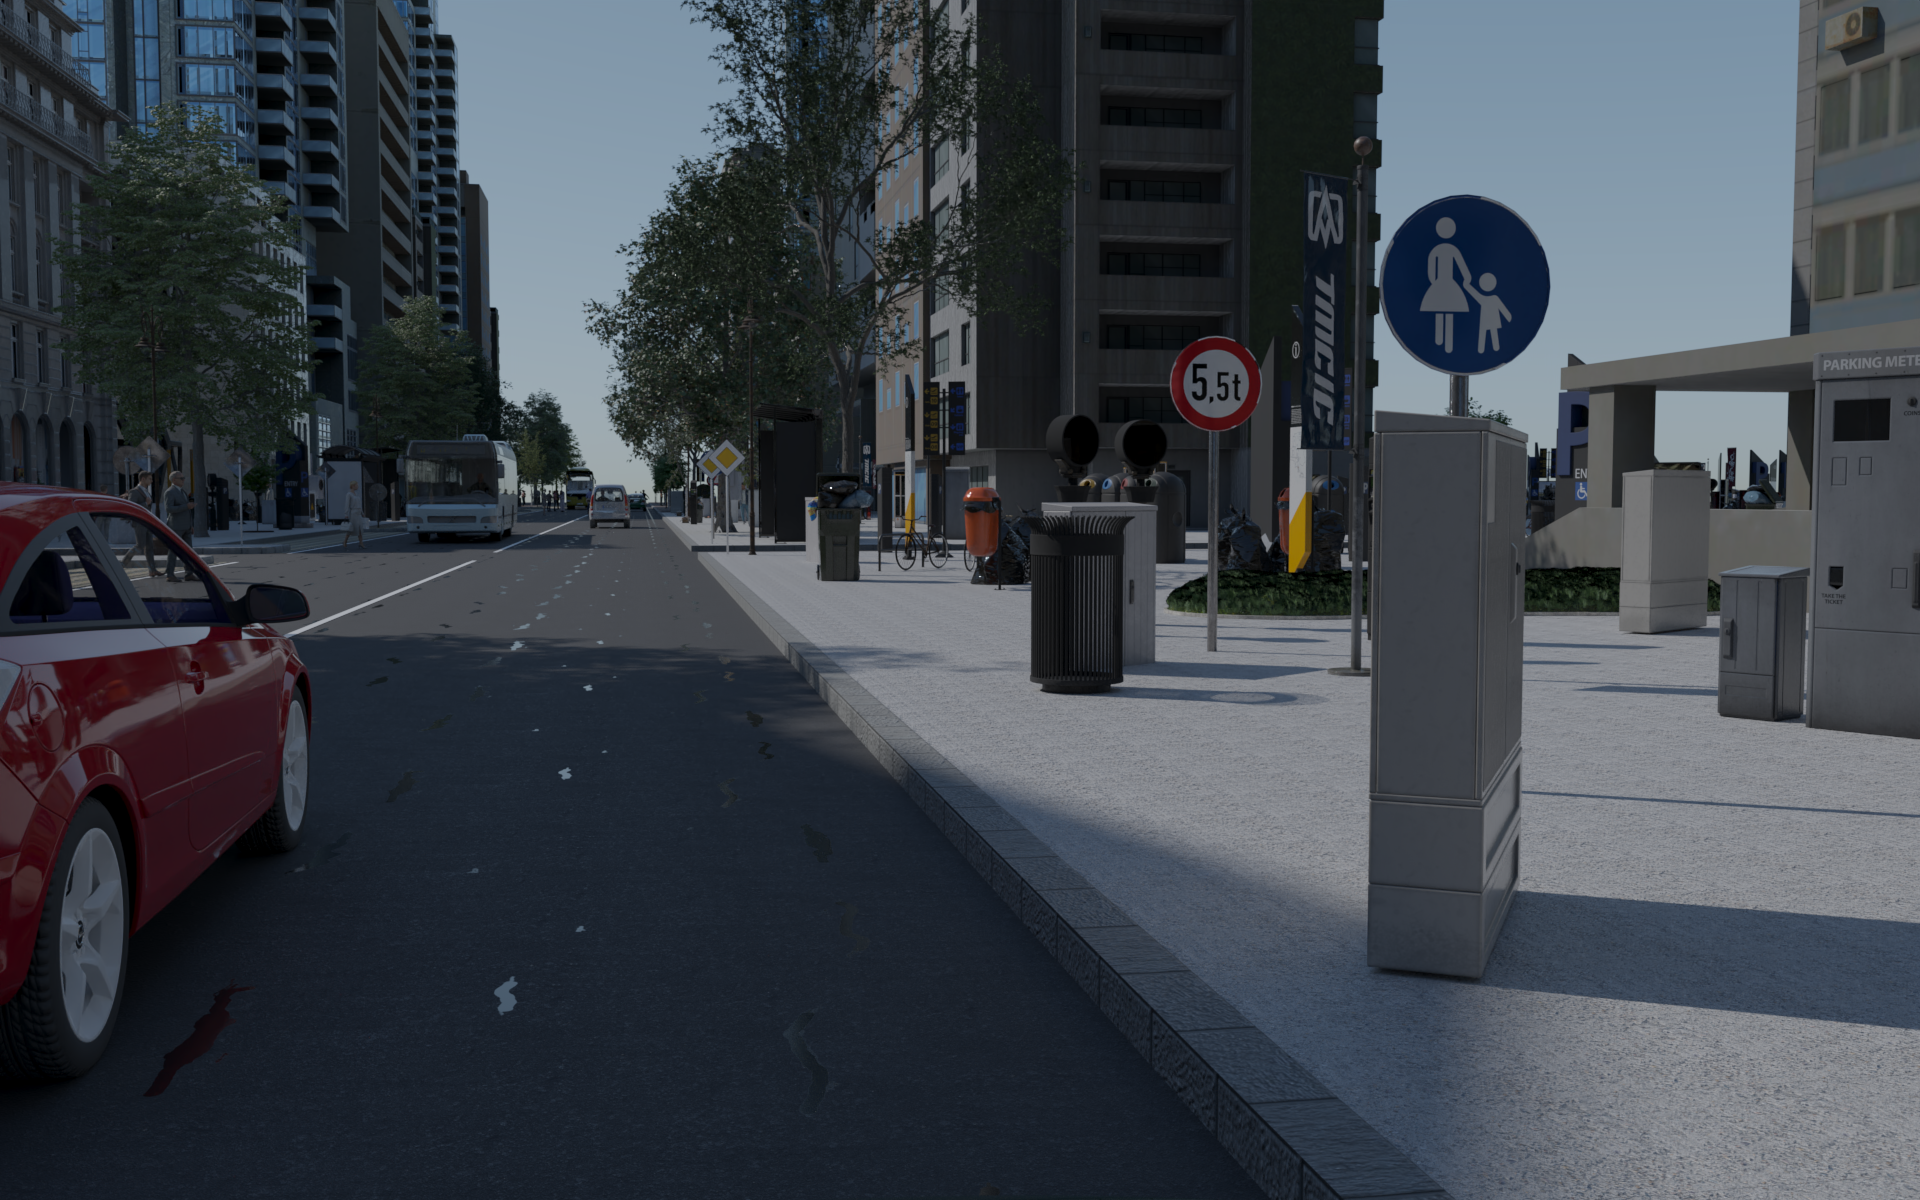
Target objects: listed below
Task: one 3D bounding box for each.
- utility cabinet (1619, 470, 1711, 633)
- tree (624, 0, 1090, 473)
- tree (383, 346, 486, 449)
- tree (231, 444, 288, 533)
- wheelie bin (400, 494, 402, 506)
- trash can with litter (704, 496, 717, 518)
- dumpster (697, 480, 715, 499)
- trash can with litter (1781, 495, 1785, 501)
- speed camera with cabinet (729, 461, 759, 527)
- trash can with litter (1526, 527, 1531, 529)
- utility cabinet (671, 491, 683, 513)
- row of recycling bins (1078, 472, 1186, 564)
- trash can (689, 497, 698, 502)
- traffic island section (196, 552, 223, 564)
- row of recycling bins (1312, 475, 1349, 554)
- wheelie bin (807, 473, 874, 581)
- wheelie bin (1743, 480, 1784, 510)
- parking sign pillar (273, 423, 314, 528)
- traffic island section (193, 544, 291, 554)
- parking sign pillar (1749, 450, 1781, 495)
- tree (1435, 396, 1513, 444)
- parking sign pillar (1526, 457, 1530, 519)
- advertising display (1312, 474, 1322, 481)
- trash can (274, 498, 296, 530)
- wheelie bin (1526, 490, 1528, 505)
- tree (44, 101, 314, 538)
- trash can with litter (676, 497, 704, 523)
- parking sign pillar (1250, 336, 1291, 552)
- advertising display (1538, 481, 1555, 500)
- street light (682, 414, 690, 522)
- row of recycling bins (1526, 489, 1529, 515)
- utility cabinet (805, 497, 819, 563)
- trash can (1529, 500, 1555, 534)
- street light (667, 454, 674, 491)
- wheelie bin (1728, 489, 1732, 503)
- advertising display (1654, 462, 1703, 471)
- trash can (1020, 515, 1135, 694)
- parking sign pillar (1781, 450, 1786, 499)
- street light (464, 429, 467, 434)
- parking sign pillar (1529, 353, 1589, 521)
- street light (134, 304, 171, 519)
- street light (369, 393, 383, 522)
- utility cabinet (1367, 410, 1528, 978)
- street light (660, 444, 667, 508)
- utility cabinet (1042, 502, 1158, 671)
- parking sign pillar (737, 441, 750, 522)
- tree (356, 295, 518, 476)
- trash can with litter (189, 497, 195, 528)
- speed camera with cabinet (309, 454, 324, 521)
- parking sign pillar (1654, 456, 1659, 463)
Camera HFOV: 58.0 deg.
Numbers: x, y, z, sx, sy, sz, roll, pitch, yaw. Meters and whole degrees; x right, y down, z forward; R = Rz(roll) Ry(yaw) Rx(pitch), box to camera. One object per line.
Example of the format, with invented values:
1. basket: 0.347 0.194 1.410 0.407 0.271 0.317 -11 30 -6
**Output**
1. utility cabinet: 6.592 -0.460 16.207 1.173 1.500 0.318 -3 5 -43
2. tree: -1.557 -5.686 27.386 8.767 10.594 7.601 2 4 34
3. tree: -32.361 -10.721 109.700 8.767 10.594 7.601 -1 4 -14
4. tree: -23.656 -3.882 58.070 1.663 3.219 1.824 0 3 0
5. wheelie bin: -33.607 -5.826 103.169 0.693 1.594 0.980 -2 4 -25
6. trash can with litter: -12.845 -4.975 92.393 1.678 1.210 2.233 2 4 29
7. dumpster: -17.339 -7.028 117.393 1.502 2.255 1.985 -1 4 -10
8. trash can with litter: 43.627 -4.967 92.266 2.233 1.210 1.678 -3 4 -38
9. speed camera with cabinet: -8.127 -4.425 66.682 2.038 3.252 0.660 0 4 7
10. trash can with litter: 20.722 -3.241 64.050 2.233 1.210 1.678 -1 4 -22
11. utility cabinet: -18.616 -6.446 114.071 0.318 1.500 1.173 -3 5 -43
12. row of recycling bins: 3.289 -1.610 33.429 1.069 1.692 3.534 -1 4 -21
13. trash can: -14.494 -5.038 94.025 0.748 1.137 0.748 0 3 0
14. traffic island section: -16.247 -0.762 34.741 2.009 0.180 2.903 -1 4 -10
15. row of recycling bins: 8.361 -1.863 37.575 3.534 1.692 1.069 0 4 -3
16. wheelie bin: -1.766 -1.085 25.652 0.980 1.594 0.693 0 4 -7
17. wheelie bin: 17.475 -1.823 37.714 0.693 1.594 0.980 3 4 39
18. parking sign pillar: -25.200 -4.702 65.345 1.447 3.967 1.447 2 4 27
19. traffic island section: -17.699 -1.242 42.594 2.009 0.180 2.903 -1 4 -10
20. parking sign pillar: 48.469 -7.129 105.032 1.447 3.967 1.447 -2 4 -26
21. tree: 17.055 -4.556 58.199 4.285 4.588 4.351 0 3 0
22. parking sign pillar: 29.648 -6.176 89.451 1.447 3.967 1.447 1 4 13
23. advertising display: 11.251 -3.110 56.064 0.974 1.923 0.123 3 4 38
24. trash can: -24.192 -3.084 62.082 0.748 1.137 0.748 0 3 0
25. wheelie bin: 19.413 -3.223 60.602 0.980 1.594 0.693 2 4 33
26. tree: -22.936 -8.122 50.918 7.486 12.596 7.792 0 3 0
27. trash can with litter: -11.806 -3.965 76.208 1.055 1.170 0.624 0 4 2
28. parking sign pillar: 5.469 -2.557 30.275 1.447 3.967 1.447 0 4 -7
29. advertising display: 28.495 -4.814 83.915 0.974 1.923 0.123 1 4 11
30. street light: -12.665 -6.599 80.682 0.468 5.910 1.993 -1 4 -10
31. row of recycling bins: 31.912 -5.506 97.141 3.534 1.692 1.069 1 4 22
32. utility cabinet: -2.639 -1.315 32.660 0.306 1.237 1.020 -1 4 -20
33. trash can: 12.973 -1.635 38.388 0.748 1.137 0.748 0 3 0
34. street light: -19.570 -8.893 118.190 0.468 5.910 1.993 -1 4 -10
35. wheelie bin: 45.043 -5.732 101.619 0.693 1.594 0.980 -1 4 -23
36. advertising display: 14.365 -1.806 34.736 0.974 1.923 0.123 3 5 41
37. trash can: 0.763 0.022 11.300 0.748 1.137 0.748 0 3 0
38. parking sign pillar: 50.467 -7.149 105.364 1.447 3.967 1.447 -1 4 -14
39. street light: -33.599 -8.867 117.768 0.468 5.910 1.993 -1 4 -10
40. parking sign pillar: 11.893 -2.703 32.670 1.447 3.967 1.447 -2 4 -29
41. street light: -19.675 -4.254 42.344 0.468 5.910 1.993 -1 4 -10
42. street light: -26.555 -6.493 78.950 0.468 5.910 1.993 -1 4 -10
43. utility cabinet: 1.457 0.221 5.062 0.318 1.500 1.173 1 4 23
44. street light: -26.485 -11.204 155.974 0.468 5.910 1.993 -1 4 -10
45. utility cabinet: 1.051 -0.104 12.861 0.306 1.237 1.020 3 5 43
46. parking sign pillar: -10.424 -5.672 81.211 1.447 3.967 1.447 1 4 23
47. tree: -30.954 -11.048 98.766 7.486 12.596 7.792 0 3 0
48. trash can with litter: -29.151 -3.307 65.457 1.055 1.170 0.624 3 4 39
49. speed camera with cabinet: -31.440 -5.473 83.820 0.660 3.252 2.038 0 4 0
50. parking sign pillar: 45.692 -7.639 113.370 1.447 3.967 1.447 -3 5 -40
